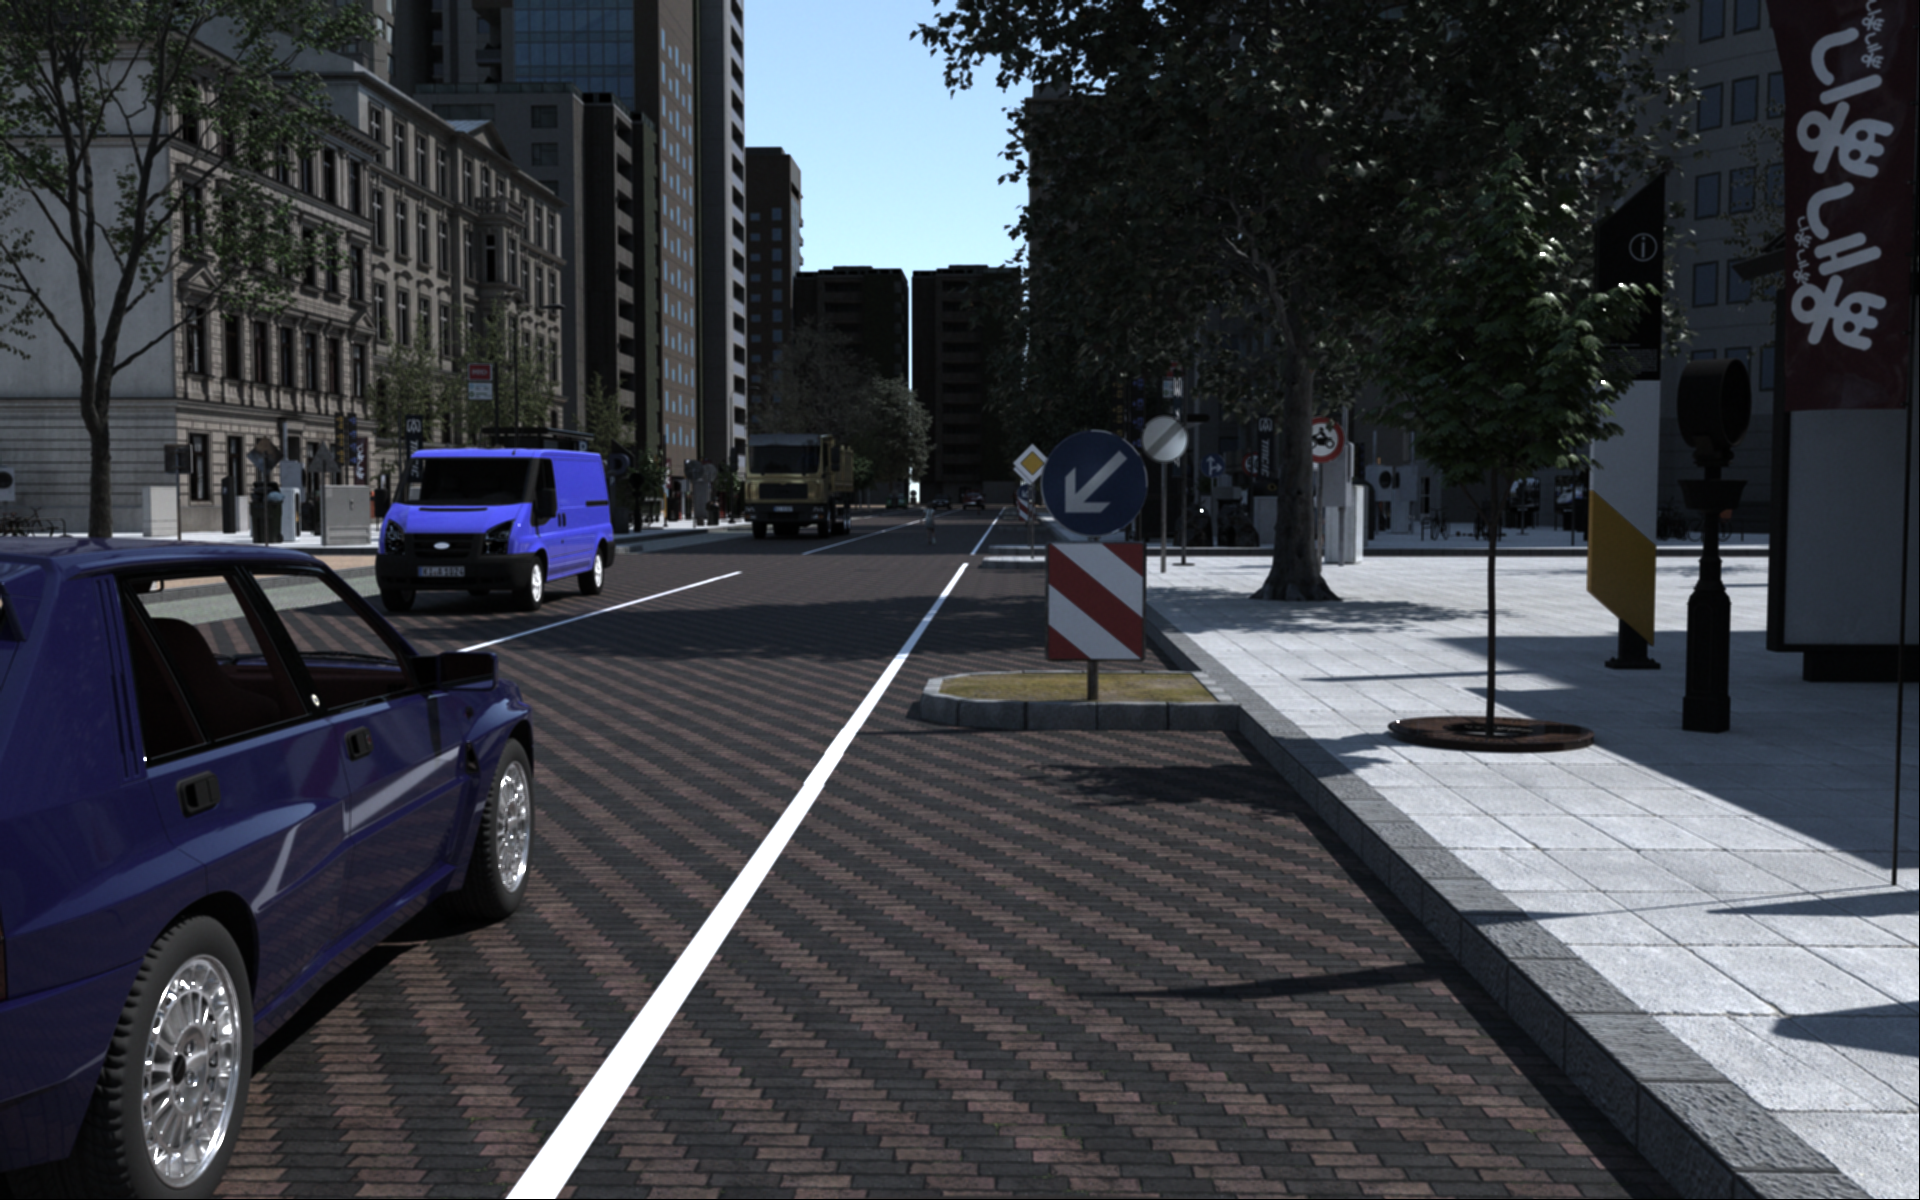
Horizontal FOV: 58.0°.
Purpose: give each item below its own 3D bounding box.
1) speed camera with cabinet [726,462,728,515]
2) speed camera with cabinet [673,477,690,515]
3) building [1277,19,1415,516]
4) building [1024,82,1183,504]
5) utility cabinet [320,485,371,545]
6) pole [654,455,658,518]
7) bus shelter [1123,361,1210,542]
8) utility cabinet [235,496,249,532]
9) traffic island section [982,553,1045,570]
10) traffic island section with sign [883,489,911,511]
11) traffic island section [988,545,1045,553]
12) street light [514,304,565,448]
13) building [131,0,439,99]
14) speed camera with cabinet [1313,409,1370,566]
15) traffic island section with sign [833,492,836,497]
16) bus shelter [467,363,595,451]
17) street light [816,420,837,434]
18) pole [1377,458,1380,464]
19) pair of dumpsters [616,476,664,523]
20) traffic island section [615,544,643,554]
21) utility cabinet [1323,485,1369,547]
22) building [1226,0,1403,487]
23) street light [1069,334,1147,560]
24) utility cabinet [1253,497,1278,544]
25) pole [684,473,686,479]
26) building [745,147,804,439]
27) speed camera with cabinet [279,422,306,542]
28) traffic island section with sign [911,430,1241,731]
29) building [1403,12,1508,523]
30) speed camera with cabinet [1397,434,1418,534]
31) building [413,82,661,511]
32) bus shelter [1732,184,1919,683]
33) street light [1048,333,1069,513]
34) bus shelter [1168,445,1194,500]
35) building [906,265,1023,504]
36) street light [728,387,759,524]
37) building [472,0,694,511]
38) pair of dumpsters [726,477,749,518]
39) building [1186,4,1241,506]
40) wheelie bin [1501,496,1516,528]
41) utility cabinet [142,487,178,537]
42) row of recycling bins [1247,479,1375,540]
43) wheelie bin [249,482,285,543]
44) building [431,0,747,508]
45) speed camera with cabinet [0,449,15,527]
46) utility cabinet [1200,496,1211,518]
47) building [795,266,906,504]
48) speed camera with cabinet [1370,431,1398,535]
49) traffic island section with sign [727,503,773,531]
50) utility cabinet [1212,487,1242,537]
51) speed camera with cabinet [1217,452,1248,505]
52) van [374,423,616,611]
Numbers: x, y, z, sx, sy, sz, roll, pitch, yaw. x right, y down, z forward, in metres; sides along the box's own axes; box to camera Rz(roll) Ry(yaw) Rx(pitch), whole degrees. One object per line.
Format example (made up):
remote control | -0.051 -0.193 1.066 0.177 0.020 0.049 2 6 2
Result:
speed camera with cabinet | -13.775 -6.953 108.015 2.038 3.252 0.660 1 4 18
speed camera with cabinet | -17.197 -6.888 106.953 0.660 3.252 2.038 -1 4 -23
building | 26.985 -20.652 109.361 14.160 30.474 14.107 0 4 2
building | 22.118 -39.056 227.802 27.495 52.752 28.713 0 4 2
utility cabinet | -15.361 -2.119 43.318 0.318 1.500 1.173 3 5 44
pole | -16.009 -5.965 91.364 0.158 3.312 0.155 0 3 0
bus shelter | 5.623 -4.397 49.525 2.179 5.291 8.768 0 4 2
utility cabinet | -24.698 -2.948 59.355 0.306 1.237 1.020 0 4 -6
traffic island section | 1.451 -0.732 34.246 2.009 0.180 2.903 0 4 2
traffic island section with sign | -5.430 -8.398 145.927 1.989 1.847 2.006 0 4 2
traffic island section | 1.699 -1.220 42.227 2.009 0.180 2.903 0 4 2
street light | -10.348 -4.280 42.517 1.470 5.913 1.316 0 4 2
building | -63.951 -35.312 166.593 27.495 52.752 28.713 0 4 2
speed camera with cabinet | 6.925 -2.277 31.573 0.660 3.252 2.038 1 4 21
traffic island section with sign | -7.047 -5.227 94.087 1.989 1.847 2.006 0 4 2
bus shelter | -13.870 -4.771 55.643 2.179 5.291 8.768 0 4 2
street light | -8.382 -8.285 108.007 1.470 5.913 1.316 0 4 2
pole | 23.359 -6.296 96.775 0.158 3.312 0.155 0 3 0
pair of dumpsters | -14.275 -4.548 76.857 1.574 2.255 4.437 0 4 2
traffic island section | -8.987 -1.241 42.564 2.009 0.180 2.903 0 4 2
utility cabinet | 9.285 -2.036 41.973 1.173 1.500 0.318 2 4 34
building | 32.679 -31.371 132.526 23.786 49.044 30.456 0 4 2
street light | 2.942 -3.744 33.752 1.470 5.913 1.316 0 4 2
utility cabinet | 8.027 -2.028 44.319 1.020 1.237 0.306 -1 4 -20
pole | -17.271 -7.058 109.244 0.158 3.312 0.155 0 3 0
building | -27.932 -35.033 222.895 14.200 45.320 14.600 0 4 2
speed camera with cabinet | -18.276 -3.233 47.198 0.660 3.252 2.038 -1 4 -12
traffic island section with sign | 0.747 -0.174 11.465 1.989 1.847 2.006 0 4 2
building | 28.670 -24.405 82.624 14.154 41.232 14.086 0 4 2
speed camera with cabinet | 14.215 -3.758 55.786 0.660 3.252 2.038 0 4 2
building | -30.185 -21.622 125.225 14.160 30.474 14.107 0 4 2
bus shelter | 6.263 -0.938 9.252 2.014 3.302 5.546 0 4 2
street light | 3.362 -4.736 49.978 1.470 5.913 1.316 0 4 2
bus shelter | 7.344 -4.290 64.066 2.014 3.302 5.546 0 4 2
building | 0.939 -27.496 221.263 14.107 30.474 14.160 0 4 2
street light | -9.394 -6.283 75.263 1.470 5.913 1.316 0 4 2
building | -29.433 -29.894 138.882 14.600 45.320 14.200 0 4 2
pair of dumpsters | -11.822 -5.609 94.200 1.574 2.255 4.437 0 4 2
building | 31.746 -37.993 163.183 21.231 58.520 28.212 0 4 2
wheelie bin | 21.034 -3.557 66.058 0.693 1.594 0.980 0 4 3
utility cabinet | -23.996 -2.645 51.925 0.318 1.500 1.173 1 4 13
row of recycling bins | 9.857 -2.547 48.748 3.534 1.692 1.069 0 4 0
wheelie bin | -18.033 -2.272 45.063 0.980 1.594 0.693 0 4 4
building | -35.577 -38.355 169.108 28.212 58.520 21.231 0 4 2
speed camera with cabinet | -31.700 -3.764 55.883 2.038 3.252 0.660 -3 5 -42
utility cabinet | 8.424 -2.878 58.210 0.306 1.237 1.020 -1 4 -16
building | -13.801 -27.567 222.413 14.107 30.474 14.160 0 4 2
speed camera with cabinet | 12.521 -3.632 53.727 2.038 3.252 0.660 -2 4 -34
traffic island section with sign | -7.893 -3.579 67.145 1.989 1.847 2.006 0 4 2
utility cabinet | 7.886 -2.596 51.130 0.318 1.500 1.173 -1 4 -21
speed camera with cabinet | 13.164 -5.348 81.776 2.038 3.252 0.660 0 4 4
van | -6.074 -1.136 22.966 2.240 2.365 5.245 0 4 1
